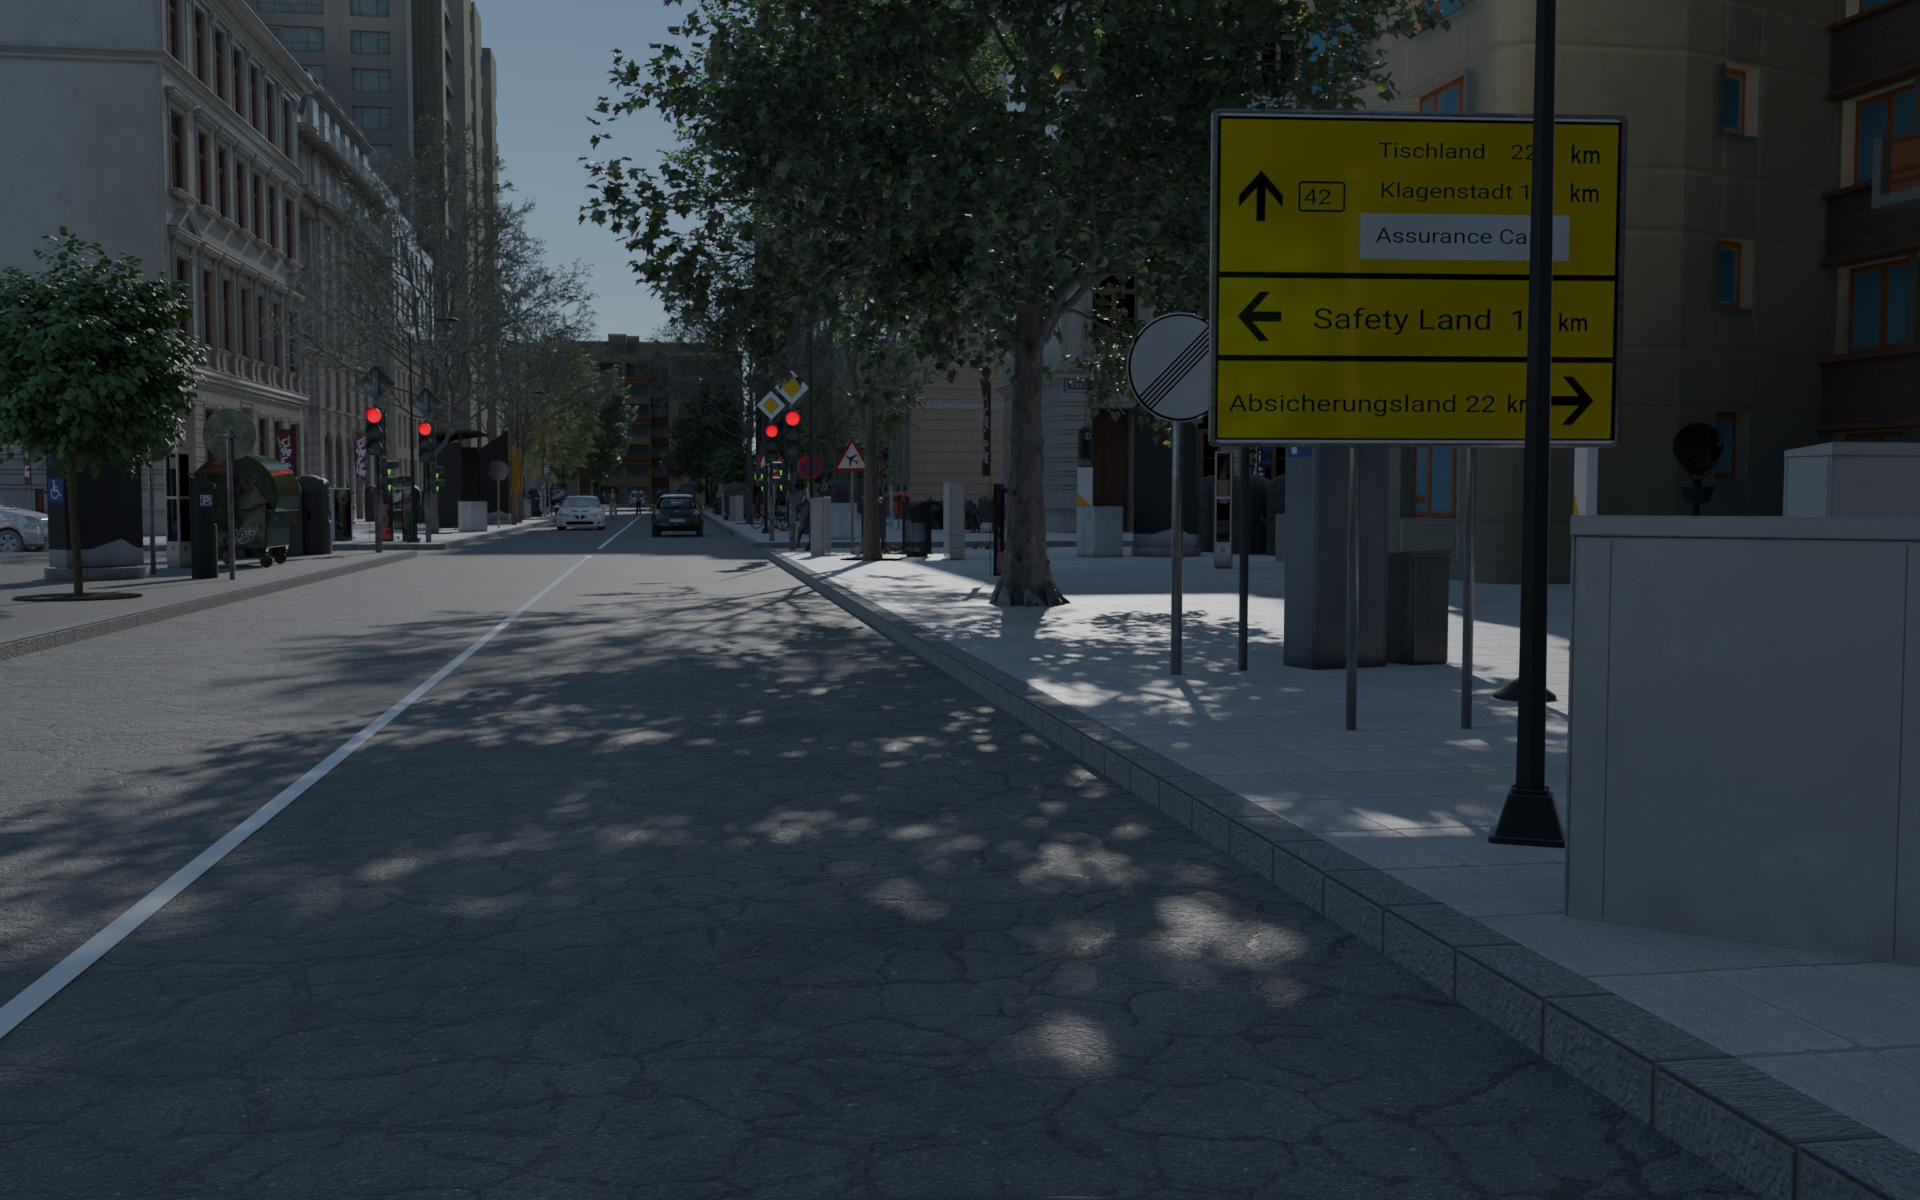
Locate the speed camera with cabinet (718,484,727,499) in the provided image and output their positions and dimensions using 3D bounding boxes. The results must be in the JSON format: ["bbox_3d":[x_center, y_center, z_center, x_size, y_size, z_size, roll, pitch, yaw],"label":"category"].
[{"bbox_3d":[-14.584,-7.190,111.890,2.038,3.252,0.660,1,4,19],"label":"speed camera with cabinet"}]

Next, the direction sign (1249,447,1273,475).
[{"bbox_3d":[8.860,-3.643,51.562,0.876,3.537,0.379,2,4,24],"label":"direction sign"}]

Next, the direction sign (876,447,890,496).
[{"bbox_3d":[-3.816,-5.628,84.016,0.876,3.537,0.379,1,4,11],"label":"direction sign"}]

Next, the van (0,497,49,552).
[{"bbox_3d":[-23.360,-2.050,40.537,4.112,2.044,2.013,0,4,-8],"label":"van"}]

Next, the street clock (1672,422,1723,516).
[{"bbox_3d":[7.483,-0.798,17.611,0.471,2.002,0.358,2,4,25],"label":"street clock"}]

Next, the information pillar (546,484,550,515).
[{"bbox_3d":[-25.533,-6.270,107.003,0.304,2.012,0.304,-1,4,-17],"label":"information pillar"}]

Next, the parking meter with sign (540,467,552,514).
[{"bbox_3d":[-26.772,-7.047,111.476,0.543,3.016,1.738,0,4,2],"label":"parking meter with sign"}]

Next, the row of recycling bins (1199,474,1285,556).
[{"bbox_3d":[6.184,-1.854,37.420,1.069,1.692,3.534,-2,4,-26],"label":"row of recycling bins"}]

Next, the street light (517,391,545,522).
[{"bbox_3d":[-19.411,-6.466,78.260,1.470,5.913,1.316,-1,4,-10],"label":"street light"}]

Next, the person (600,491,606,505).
[{"bbox_3d":[-41.375,-11.755,200.559,0.599,1.838,0.709,-2,4,-35],"label":"person"}]

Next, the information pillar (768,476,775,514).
[{"bbox_3d":[-7.259,-4.606,66.661,0.183,3.616,0.504,-2,4,-32],"label":"information pillar"}]

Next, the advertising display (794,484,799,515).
[{"bbox_3d":[-10.157,-6.207,106.698,0.123,1.923,0.974,1,4,19],"label":"advertising display"}]

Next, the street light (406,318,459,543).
[{"bbox_3d":[-13.883,-4.470,45.623,1.470,5.913,1.316,-1,4,-10],"label":"street light"}]

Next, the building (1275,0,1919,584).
[{"bbox_3d":[22.097,-10.745,20.729,27.650,21.520,28.899,-1,4,-10],"label":"building"}]

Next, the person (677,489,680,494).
[{"bbox_3d":[-21.857,-7.716,134.660,0.705,1.823,1.348,0,4,2],"label":"person"}]

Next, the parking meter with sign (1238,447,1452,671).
[{"bbox_3d":[2.819,-1.013,12.822,1.738,3.016,0.543,-1,4,-23],"label":"parking meter with sign"}]

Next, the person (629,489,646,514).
[{"bbox_3d":[-23.288,-7.147,125.333,1.348,1.826,0.705,-2,4,-35],"label":"person"}]

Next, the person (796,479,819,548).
[{"bbox_3d":[-3.809,-2.140,43.456,0.622,1.834,0.822,-2,4,-24],"label":"person"}]

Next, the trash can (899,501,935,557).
[{"bbox_3d":[-0.880,-1.452,35.398,0.748,1.137,0.748,0,3,0],"label":"trash can"}]

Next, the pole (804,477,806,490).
[{"bbox_3d":[-10.751,-7.735,120.307,0.158,3.312,0.155,0,3,0],"label":"pole"}]

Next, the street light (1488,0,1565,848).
[{"bbox_3d":[1.583,-2.057,6.179,1.470,5.913,1.316,-1,4,-10],"label":"street light"}]

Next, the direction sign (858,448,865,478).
[{"bbox_3d":[-4.617,-5.694,85.088,0.876,3.537,0.379,-3,4,-37],"label":"direction sign"}]

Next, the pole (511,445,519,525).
[{"bbox_3d":[-18.521,-4.773,71.889,0.158,3.312,0.155,0,3,0],"label":"pole"}]

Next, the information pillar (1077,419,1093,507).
[{"bbox_3d":[3.875,-3.799,53.464,0.504,3.616,0.183,1,4,22],"label":"information pillar"}]

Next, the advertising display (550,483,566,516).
[{"bbox_3d":[-24.050,-6.016,103.570,0.974,1.923,0.123,-3,5,-39],"label":"advertising display"}]

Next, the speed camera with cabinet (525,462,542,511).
[{"bbox_3d":[-26.404,-6.905,107.231,0.660,3.252,2.038,-2,4,-28],"label":"speed camera with cabinet"}]

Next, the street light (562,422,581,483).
[{"bbox_3d":[-25.052,-8.515,111.757,1.470,5.913,1.316,-1,4,-10],"label":"street light"}]

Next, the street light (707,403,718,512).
[{"bbox_3d":[-12.216,-7.103,88.667,1.470,5.913,1.316,-1,4,-10],"label":"street light"}]

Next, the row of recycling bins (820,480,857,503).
[{"bbox_3d":[-3.600,-2.728,51.715,1.069,1.692,3.534,-1,4,-8],"label":"row of recycling bins"}]

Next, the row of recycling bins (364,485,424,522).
[{"bbox_3d":[-26.169,-4.531,81.202,3.534,1.692,1.069,0,4,2],"label":"row of recycling bins"}]

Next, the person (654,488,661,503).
[{"bbox_3d":[-19.757,-6.448,113.702,0.755,1.850,0.659,-1,4,-10],"label":"person"}]

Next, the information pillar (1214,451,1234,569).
[{"bbox_3d":[4.545,-1.550,29.828,0.304,2.012,0.304,1,4,13],"label":"information pillar"}]

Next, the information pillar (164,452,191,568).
[{"bbox_3d":[-13.617,-1.571,30.174,0.304,2.012,0.304,1,4,20],"label":"information pillar"}]

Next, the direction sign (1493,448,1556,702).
[{"bbox_3d":[3.543,-1.148,10.763,0.876,3.537,0.379,-1,4,-11],"label":"direction sign"}]

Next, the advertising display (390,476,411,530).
[{"bbox_3d":[-20.302,-3.512,62.641,0.974,1.923,0.123,-1,4,-8],"label":"advertising display"}]

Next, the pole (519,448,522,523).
[{"bbox_3d":[-19.509,-5.065,76.663,0.158,3.312,0.155,0,3,0],"label":"pole"}]

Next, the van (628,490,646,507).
[{"bbox_3d":[-36.196,-11.449,194.206,2.013,2.044,4.112,-1,4,-10],"label":"van"}]

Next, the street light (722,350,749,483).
[{"bbox_3d":[-6.836,-5.105,56.006,1.470,5.913,1.316,-1,4,-10],"label":"street light"}]

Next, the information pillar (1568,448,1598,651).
[{"bbox_3d":[5.058,-1.383,13.966,0.183,3.616,0.504,0,4,8],"label":"information pillar"}]

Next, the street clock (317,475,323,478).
[{"bbox_3d":[-24.991,-3.843,67.410,0.471,2.002,0.358,-2,4,-27],"label":"street clock"}]

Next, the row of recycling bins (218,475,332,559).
[{"bbox_3d":[-14.300,-1.744,35.625,1.069,1.692,3.534,1,4,17],"label":"row of recycling bins"}]

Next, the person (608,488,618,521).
[{"bbox_3d":[-18.803,-5.183,93.796,0.519,1.759,0.362,0,4,-1],"label":"person"}]

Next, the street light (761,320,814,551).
[{"bbox_3d":[-3.881,-4.054,38.826,1.470,5.913,1.316,-1,4,-10],"label":"street light"}]
